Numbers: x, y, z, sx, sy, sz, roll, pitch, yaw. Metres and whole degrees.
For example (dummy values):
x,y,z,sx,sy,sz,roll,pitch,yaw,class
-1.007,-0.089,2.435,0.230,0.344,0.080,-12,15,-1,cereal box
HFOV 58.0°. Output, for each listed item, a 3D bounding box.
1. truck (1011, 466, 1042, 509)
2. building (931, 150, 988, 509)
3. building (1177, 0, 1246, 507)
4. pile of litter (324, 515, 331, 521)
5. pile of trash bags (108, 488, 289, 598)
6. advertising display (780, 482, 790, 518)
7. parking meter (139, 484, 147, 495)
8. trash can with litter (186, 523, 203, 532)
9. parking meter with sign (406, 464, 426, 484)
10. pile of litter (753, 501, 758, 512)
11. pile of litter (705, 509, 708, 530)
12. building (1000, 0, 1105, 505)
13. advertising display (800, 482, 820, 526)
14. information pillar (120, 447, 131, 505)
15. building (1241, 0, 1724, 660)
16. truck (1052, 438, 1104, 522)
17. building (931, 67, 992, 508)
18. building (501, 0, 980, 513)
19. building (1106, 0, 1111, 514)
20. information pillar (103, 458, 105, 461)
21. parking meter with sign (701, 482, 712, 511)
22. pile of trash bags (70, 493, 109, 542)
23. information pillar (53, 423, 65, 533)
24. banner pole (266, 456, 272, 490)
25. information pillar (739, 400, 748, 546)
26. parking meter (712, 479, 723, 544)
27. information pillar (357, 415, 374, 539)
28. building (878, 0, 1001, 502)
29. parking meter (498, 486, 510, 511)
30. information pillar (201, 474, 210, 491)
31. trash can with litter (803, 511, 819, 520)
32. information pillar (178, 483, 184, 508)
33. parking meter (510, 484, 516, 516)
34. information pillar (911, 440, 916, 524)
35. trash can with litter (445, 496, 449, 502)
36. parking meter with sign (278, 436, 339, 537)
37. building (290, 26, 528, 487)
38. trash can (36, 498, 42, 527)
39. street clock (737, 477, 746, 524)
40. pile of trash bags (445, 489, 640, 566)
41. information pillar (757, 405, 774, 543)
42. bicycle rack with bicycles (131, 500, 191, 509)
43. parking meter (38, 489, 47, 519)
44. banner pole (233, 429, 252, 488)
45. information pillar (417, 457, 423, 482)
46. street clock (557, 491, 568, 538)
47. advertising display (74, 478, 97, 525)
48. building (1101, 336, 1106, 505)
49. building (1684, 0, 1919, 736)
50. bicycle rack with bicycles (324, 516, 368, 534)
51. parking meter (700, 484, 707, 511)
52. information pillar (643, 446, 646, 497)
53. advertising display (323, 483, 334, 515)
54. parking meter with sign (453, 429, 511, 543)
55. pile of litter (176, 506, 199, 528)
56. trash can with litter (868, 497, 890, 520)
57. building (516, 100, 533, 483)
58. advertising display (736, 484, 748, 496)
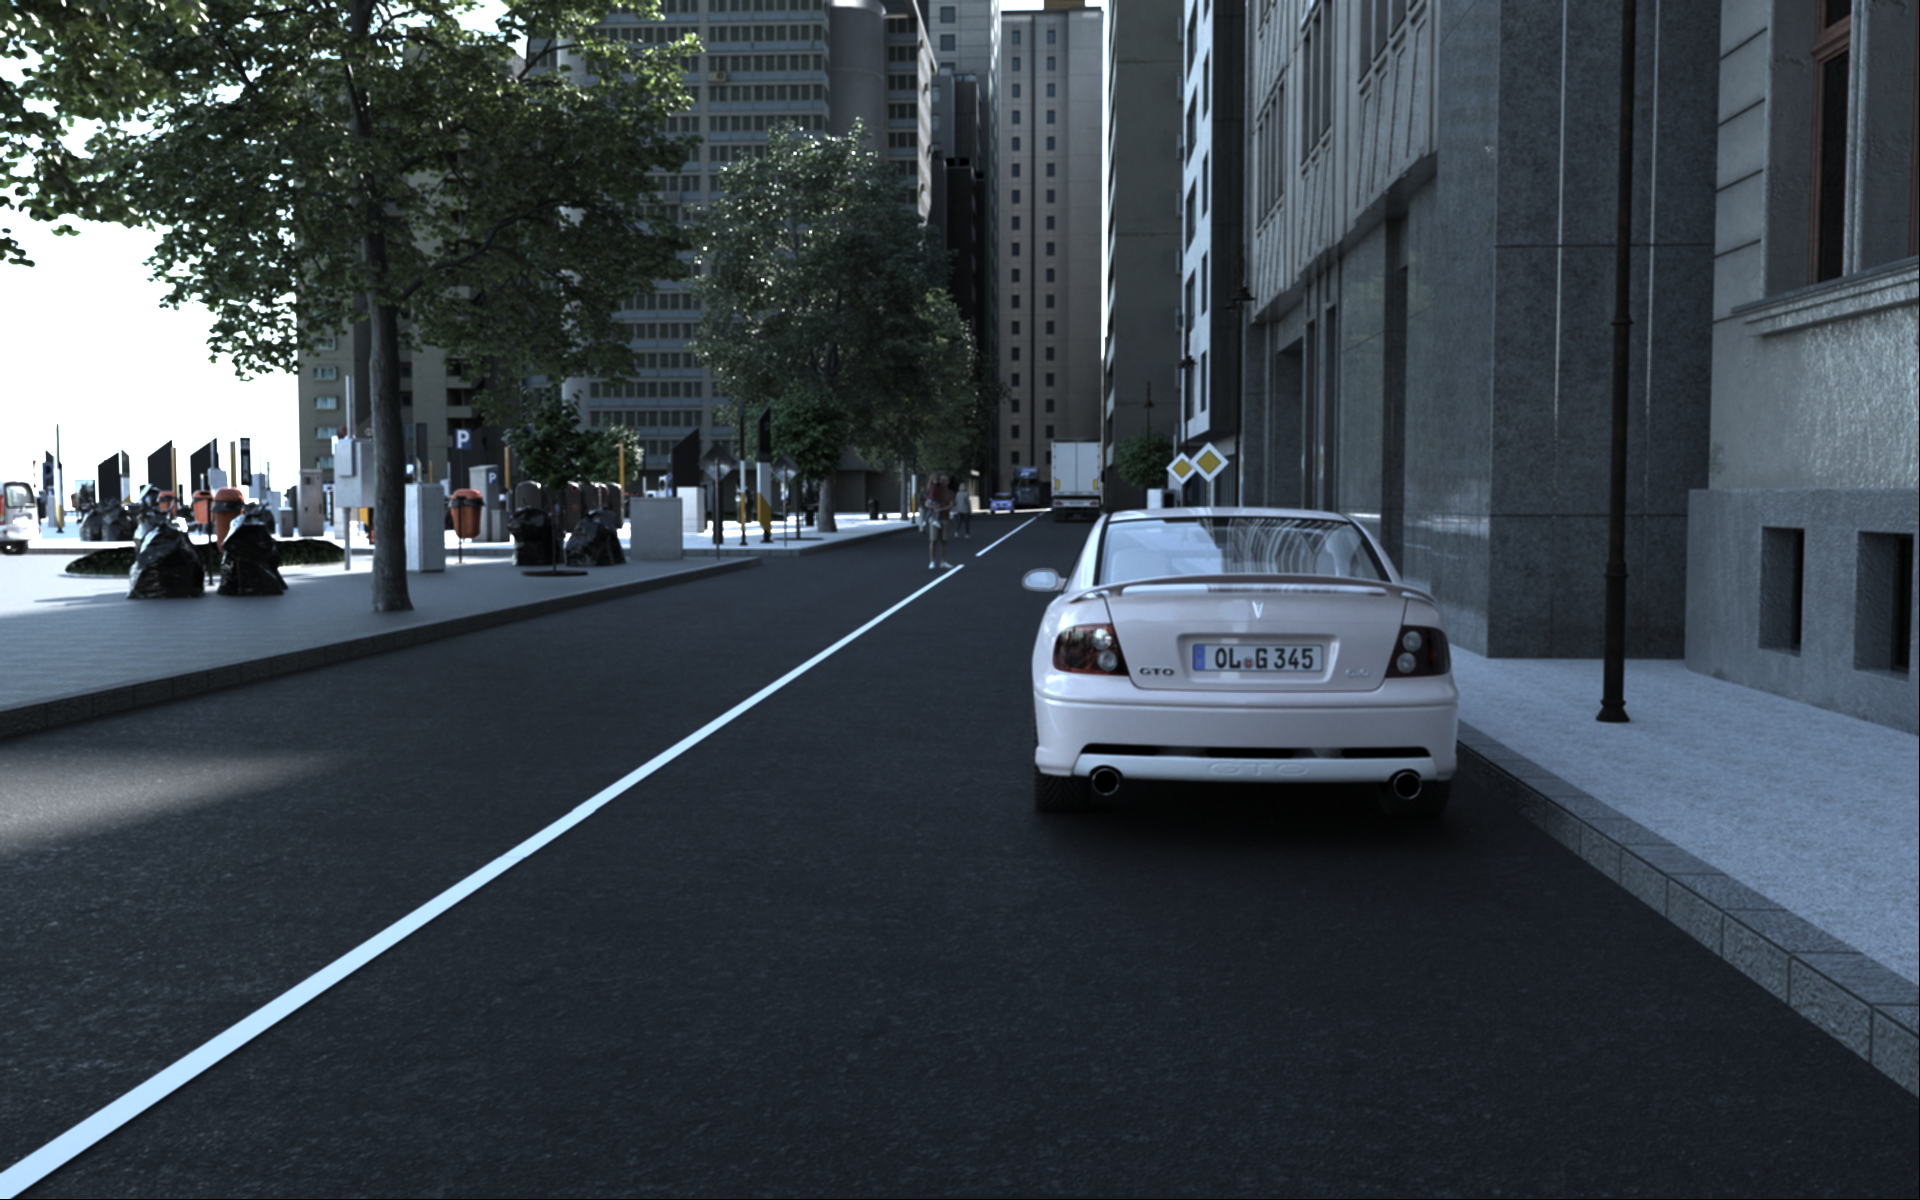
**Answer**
x,y,z,sx,sy,sz,roll,pitch,yaw,class
6.696,-11.126,171.665,2.967,4.110,18.799,0,4,3,truck
-4.983,-23.058,148.703,14.160,30.474,14.107,0,4,4,building
13.305,-16.773,45.943,14.107,30.474,14.160,0,4,4,building
-30.043,-4.146,81.755,1.176,0.858,1.719,-1,4,-18,pile of litter
-9.902,-0.811,23.016,1.912,1.369,3.447,-1,4,-16,pile of trash bags
-9.463,-5.419,93.822,0.123,1.923,0.974,-2,4,-31,advertising display
-45.359,-5.532,96.154,0.255,1.863,0.399,1,4,18,parking meter
-25.755,-2.888,58.603,1.055,1.170,0.624,-3,5,-40,trash can with litter
-32.057,-6.520,102.855,0.543,3.016,1.738,1,4,22,parking meter with sign
-13.957,-6.223,115.705,1.719,0.858,1.176,1,4,10,pile of litter
-9.478,-2.910,61.547,1.176,0.858,1.719,1,4,10,pile of litter
3.054,-40.838,209.700,28.212,58.520,21.231,0,4,4,building
-5.969,-3.890,68.815,0.123,1.923,0.974,3,5,43,advertising display
-41.895,-5.849,86.985,0.183,3.616,0.504,2,4,31,information pillar
10.748,-12.492,22.274,12.078,24.808,19.932,0,4,4,building
6.258,-6.305,92.002,2.839,4.237,11.283,0,4,5,truck
-4.368,-29.297,162.597,14.154,41.232,14.086,0,4,4,building
-14.918,-26.787,129.854,32.217,40.220,23.993,0,4,4,building
19.460,-29.161,100.490,21.300,48.544,21.600,0,4,4,building
-55.223,-7.380,112.014,0.504,3.616,0.183,3,5,41,information pillar
-16.296,-7.042,111.397,1.738,3.016,0.543,-1,4,-9,parking meter with sign
-22.394,-2.339,47.991,1.912,1.369,3.447,3,5,44,pile of trash bags
-29.781,-4.025,57.161,0.183,3.616,0.504,-3,5,-41,information pillar
-45.135,-7.536,113.225,0.401,3.779,0.863,0,4,3,banner pole
-5.399,-3.163,43.063,0.183,3.616,0.504,0,4,-3,information pillar
-6.209,-2.364,44.370,0.255,1.863,0.399,-1,4,-12,parking meter
-17.093,-3.585,49.971,0.504,3.616,0.183,0,4,-5,information pillar
-6.387,-45.505,182.251,20.611,71.187,20.563,0,4,4,building
-12.771,-2.447,48.412,0.372,1.533,0.369,0,3,0,parking meter
-27.665,-3.616,63.615,0.304,2.012,0.304,-2,4,-35,information pillar
-7.521,-4.709,88.051,1.678,1.210,2.233,2,4,34,trash can with litter
-53.663,-7.025,119.342,0.304,2.012,0.304,-1,4,-12,information pillar
-26.109,-5.843,101.237,0.255,1.863,0.399,-3,4,-37,parking meter
-1.983,-5.089,74.564,0.183,3.616,0.504,-1,4,-11,information pillar
-20.022,-3.404,66.718,1.678,1.210,2.233,0,4,-3,trash can with litter
-19.463,-3.397,51.799,1.738,3.016,0.543,-3,4,-36,parking meter with sign
-56.325,-34.341,185.180,21.600,48.544,21.300,0,4,4,building
-34.713,-3.248,64.756,0.748,1.137,0.748,0,3,0,trash can
-9.346,-4.252,74.089,0.358,2.002,0.471,-1,4,-23,street clock
-7.819,-1.351,31.844,3.447,1.369,1.912,1,4,15,pile of trash bags
-5.128,-3.306,45.407,0.183,3.616,0.504,2,4,32,information pillar
-47.563,-5.407,101.786,2.925,0.926,2.852,1,4,15,bicycle rack with bicycles
-47.283,-4.942,89.209,0.372,1.533,0.369,0,3,0,parking meter
-27.580,-4.679,66.525,0.401,3.779,0.863,3,5,41,banner pole
-34.042,-7.206,109.179,0.504,3.616,0.183,3,5,40,information pillar
-11.501,-2.780,50.018,0.358,2.002,0.471,1,4,10,street clock
-36.267,-4.075,71.834,0.974,1.923,0.123,1,4,14,advertising display
32.079,-22.448,212.057,28.899,21.520,27.650,0,4,4,building
10.790,-13.024,0.334,14.401,28.519,23.554,0,4,4,building
-20.089,-2.606,55.991,2.852,0.926,2.925,0,4,-8,bicycle rack with bicycles
-15.074,-5.876,101.784,0.255,1.863,0.399,2,4,32,parking meter
-15.225,-5.645,83.650,0.183,3.616,0.504,0,4,-4,information pillar
-37.535,-5.985,103.068,0.123,1.923,0.974,2,4,33,advertising display
-12.658,-3.044,46.023,1.738,3.016,0.543,2,4,34,parking meter with sign
-29.290,-3.135,65.225,1.719,0.858,1.176,2,4,31,pile of litter
-4.001,-4.533,85.496,1.055,1.170,0.624,0,4,-1,trash can with litter
-31.187,-32.317,183.008,28.867,44.769,22.147,0,4,4,building
-13.350,-6.169,106.080,0.974,1.923,0.123,3,5,44,advertising display
